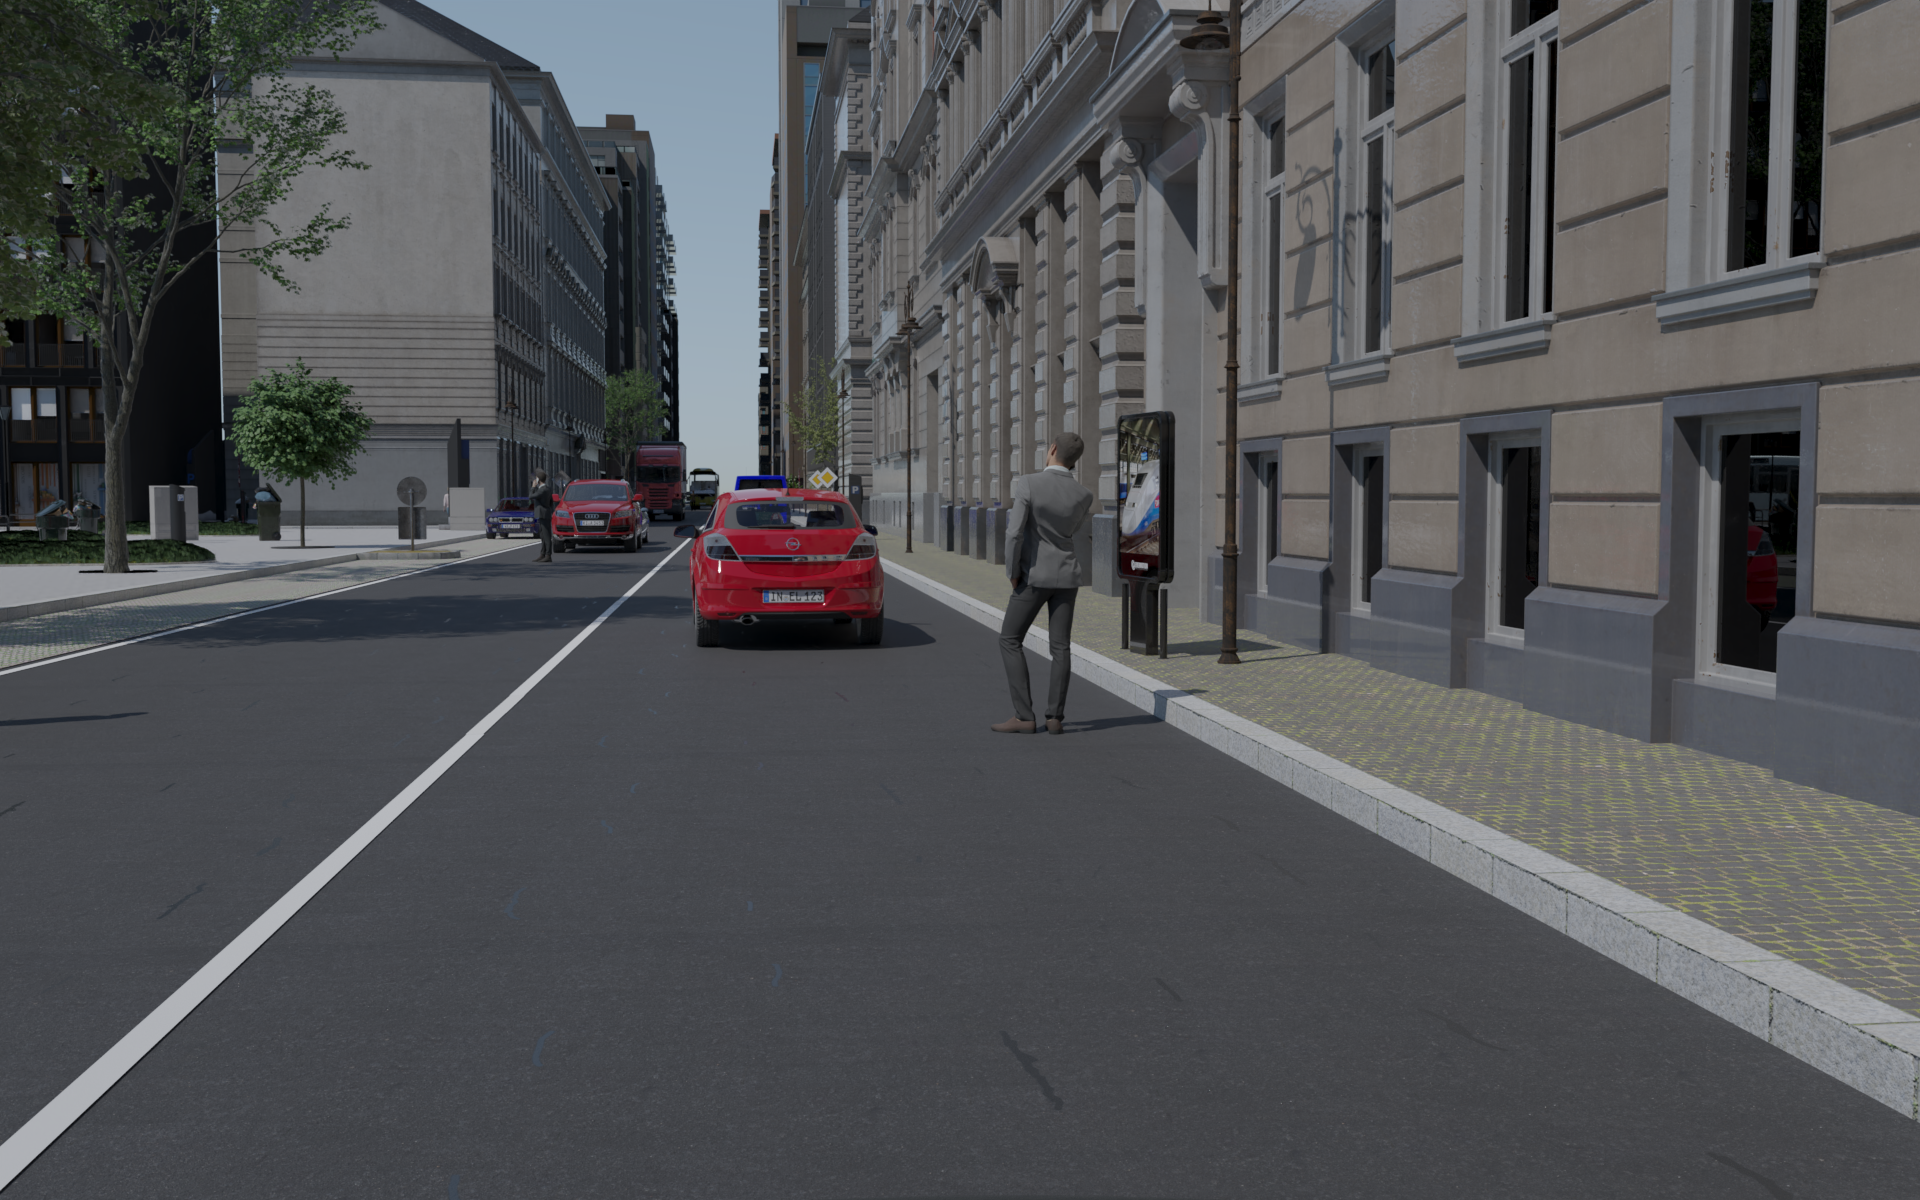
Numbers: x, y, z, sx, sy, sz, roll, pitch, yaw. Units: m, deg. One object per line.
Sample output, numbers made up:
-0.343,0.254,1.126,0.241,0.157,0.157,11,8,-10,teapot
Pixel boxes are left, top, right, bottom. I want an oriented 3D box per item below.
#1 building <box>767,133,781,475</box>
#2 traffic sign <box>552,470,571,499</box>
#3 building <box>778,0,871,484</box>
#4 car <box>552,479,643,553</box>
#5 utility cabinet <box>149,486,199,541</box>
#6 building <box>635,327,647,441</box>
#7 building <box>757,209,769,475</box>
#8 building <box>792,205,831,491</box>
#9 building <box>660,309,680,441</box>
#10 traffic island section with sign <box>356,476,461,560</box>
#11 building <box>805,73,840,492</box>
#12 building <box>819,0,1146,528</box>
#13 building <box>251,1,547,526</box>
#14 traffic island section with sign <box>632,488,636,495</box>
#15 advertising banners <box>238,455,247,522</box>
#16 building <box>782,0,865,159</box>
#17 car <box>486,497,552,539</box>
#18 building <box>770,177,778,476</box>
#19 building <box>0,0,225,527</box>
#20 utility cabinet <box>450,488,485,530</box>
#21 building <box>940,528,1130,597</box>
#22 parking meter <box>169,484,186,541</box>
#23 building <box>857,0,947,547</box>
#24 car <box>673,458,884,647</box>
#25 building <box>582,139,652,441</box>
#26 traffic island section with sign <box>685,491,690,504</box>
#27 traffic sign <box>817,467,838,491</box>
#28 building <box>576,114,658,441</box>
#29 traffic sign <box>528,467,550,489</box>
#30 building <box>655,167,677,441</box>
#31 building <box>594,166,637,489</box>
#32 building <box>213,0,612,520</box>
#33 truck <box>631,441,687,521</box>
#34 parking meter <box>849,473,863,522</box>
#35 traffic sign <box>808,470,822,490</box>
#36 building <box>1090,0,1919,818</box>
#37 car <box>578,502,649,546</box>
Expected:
-11.467,-33.895,208.809,22.147,44.769,28.867,0,4,-7,building
-16.283,-4.107,70.785,0.795,2.450,0.064,0,4,-7,traffic sign
-8.152,-38.974,179.216,21.231,58.520,28.212,0,4,-7,building
-9.158,-2.157,43.936,2.281,1.827,5.304,0,4,-8,car
-21.284,-2.339,46.925,0.318,1.500,1.173,3,5,41,utility cabinet
-45.919,-20.014,172.273,27.650,21.520,28.899,0,4,-7,building
-19.271,-37.126,261.637,22.147,44.769,28.867,0,4,-7,building
-4.276,-18.330,132.984,16.112,22.955,30.059,0,4,-7,building
-50.282,-30.169,264.956,14.160,30.474,14.107,0,4,-7,building
-12.183,-1.822,38.419,1.989,1.847,2.006,0,4,-7,traffic island section with sign
-1.842,-19.109,105.941,14.314,27.812,24.014,0,4,-7,building
4.013,-15.183,77.122,19.941,23.489,11.050,0,4,-7,building
-24.521,-13.999,78.040,9.793,20.994,18.267,0,4,-7,building
-22.636,-6.830,120.303,1.989,1.847,2.006,0,4,-7,traffic island section with sign
-30.008,-4.659,72.370,0.090,3.025,2.074,-1,4,-15,advertising banners
-9.003,-31.074,158.173,14.600,45.320,14.200,0,4,-7,building
-14.232,-2.658,56.043,1.945,1.354,3.894,0,4,-6,car
-19.053,-36.015,238.948,14.600,45.320,14.200,0,4,-7,building
-41.034,-14.834,72.217,15.834,23.373,12.332,0,4,-7,building
-17.300,-3.190,60.835,1.173,1.500,0.318,-1,4,-14,utility cabinet
5.466,-12.337,30.588,11.050,23.489,19.941,0,4,-7,building
-20.409,-2.250,45.193,0.372,1.533,0.369,0,3,0,parking meter
4.254,-16.220,52.595,14.401,28.519,23.554,0,4,-7,building
-1.861,-0.539,17.848,2.155,1.783,4.494,-1,4,-9,car
-42.116,-31.214,193.936,14.154,41.232,14.086,0,4,-7,building
-42.838,-16.514,278.627,1.989,1.847,2.006,0,4,-7,traffic island section with sign
-4.908,-3.701,64.162,0.795,2.450,0.064,0,4,-7,traffic sign
-43.759,-34.122,208.013,14.600,45.320,14.200,0,4,-7,building
-15.271,-3.622,62.864,0.795,2.450,0.064,0,4,-7,traffic sign
-52.184,-38.023,241.285,23.786,49.044,30.456,0,4,-7,building
-35.858,-23.231,151.527,14.160,30.474,14.107,0,4,-7,building
-31.745,-20.295,108.242,17.030,29.872,44.131,0,4,-7,building
-16.249,-6.450,94.373,2.839,4.237,11.283,0,4,-8,truck
-2.905,-2.610,48.377,0.399,1.863,0.255,0,4,-1,parking meter
-5.920,-4.186,72.083,0.795,2.450,0.064,0,4,-7,traffic sign
9.460,-13.754,10.782,13.634,28.700,20.117,0,4,-7,building
-9.897,-2.298,49.569,2.014,1.417,4.499,0,4,-6,car
